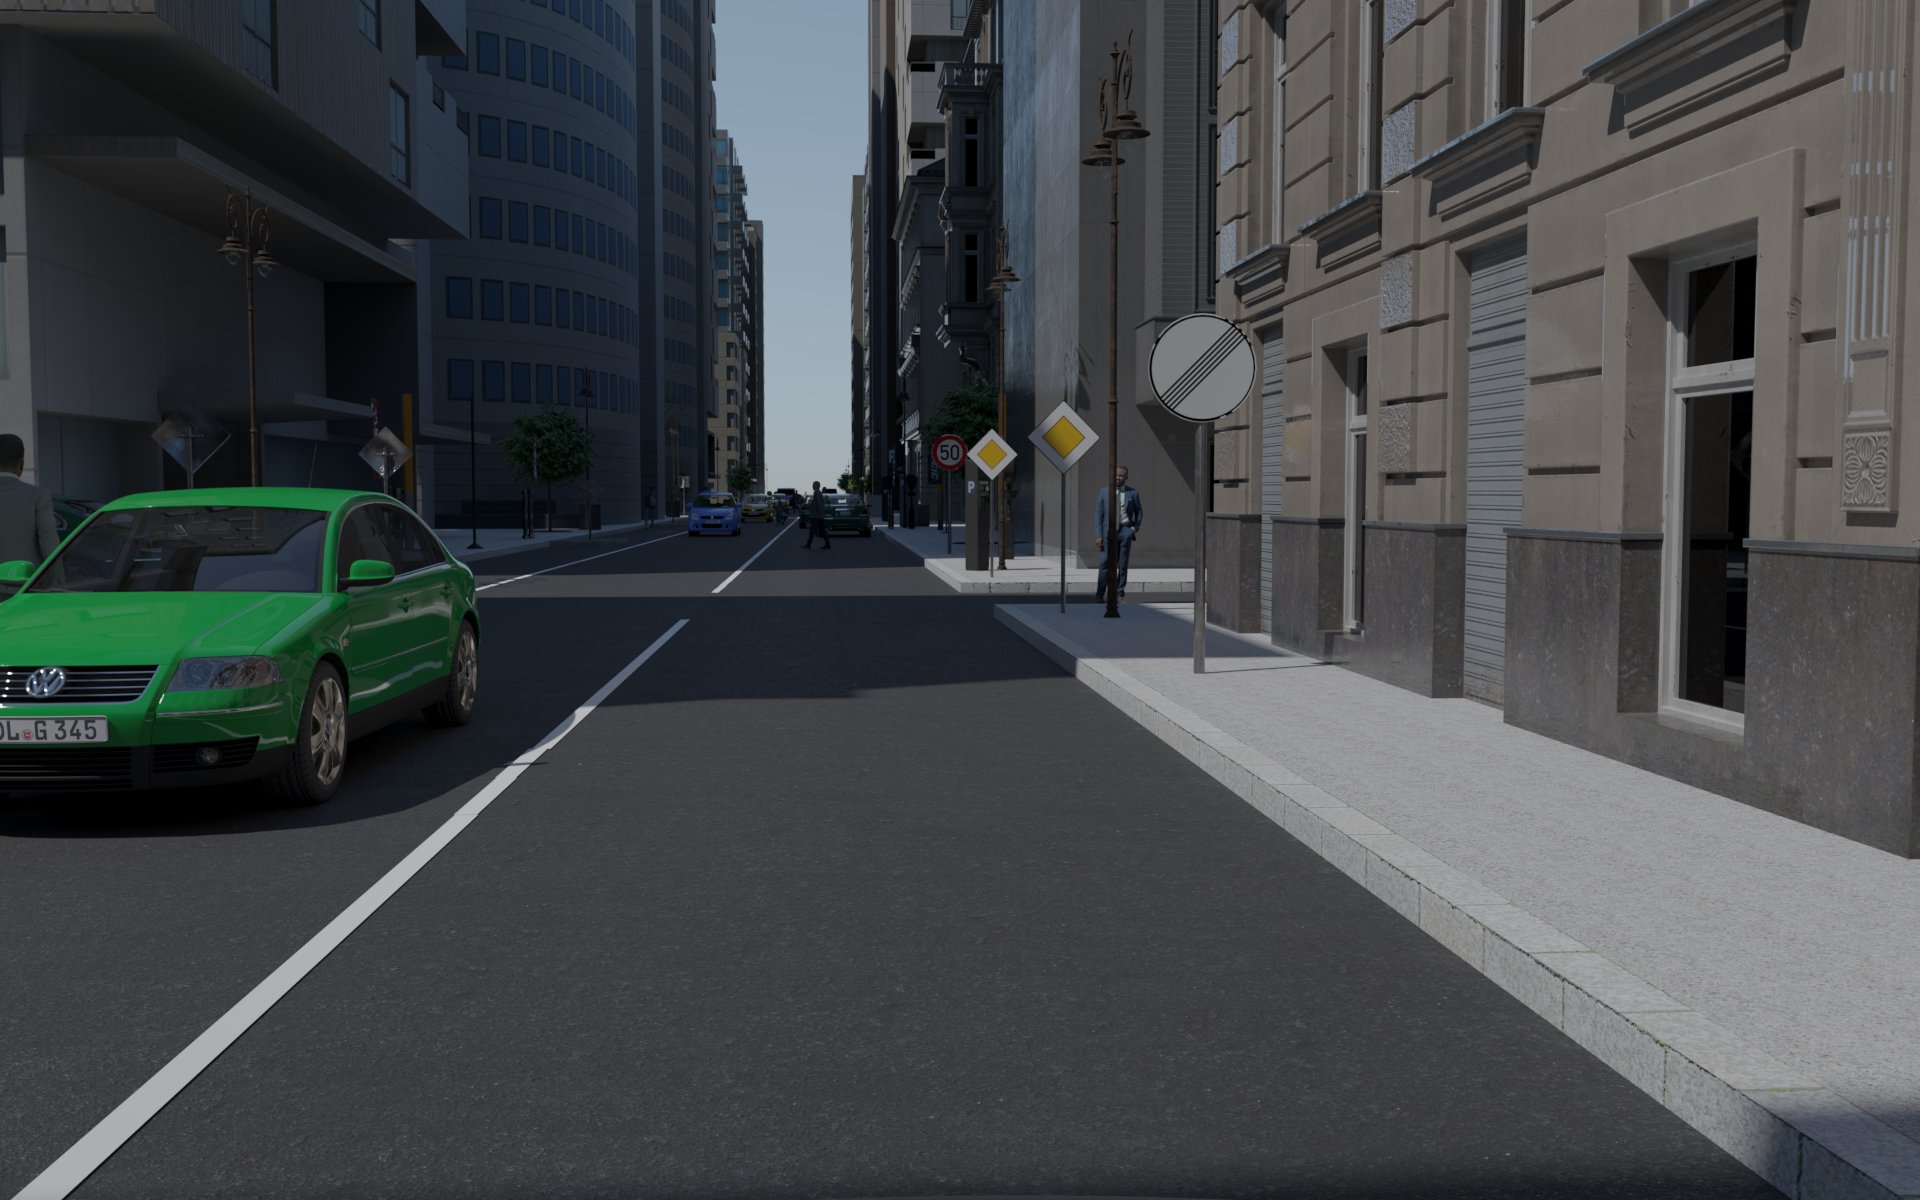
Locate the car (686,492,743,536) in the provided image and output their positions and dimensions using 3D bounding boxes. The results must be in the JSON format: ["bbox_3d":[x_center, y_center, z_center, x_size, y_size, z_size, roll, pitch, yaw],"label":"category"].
[{"bbox_3d":[-8.472,-3.079,59.925,1.945,1.707,3.694,0,4,-5],"label":"car"}]

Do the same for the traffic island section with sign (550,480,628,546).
[{"bbox_3d":[-10.380,-2.445,48.605,1.989,1.847,2.006,0,4,-4],"label":"traffic island section with sign"}]

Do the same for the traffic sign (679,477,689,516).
[{"bbox_3d":[-16.082,-6.043,100.940,0.606,2.300,0.079,0,4,4],"label":"traffic sign"}]

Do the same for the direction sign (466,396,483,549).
[{"bbox_3d":[-11.383,-2.968,40.517,0.379,3.537,0.876,-1,4,-18],"label":"direction sign"}]

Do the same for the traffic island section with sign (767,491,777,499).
[{"bbox_3d":[-24.816,-13.806,234.350,1.989,1.847,2.006,0,4,-4],"label":"traffic island section with sign"}]

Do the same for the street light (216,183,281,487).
[{"bbox_3d":[-10.684,-3.265,26.170,0.468,5.910,1.993,0,4,-4],"label":"street light"}]

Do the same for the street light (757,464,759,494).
[{"bbox_3d":[-25.718,-15.162,220.684,0.468,5.910,1.993,0,4,-4],"label":"street light"}]

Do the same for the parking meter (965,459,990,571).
[{"bbox_3d":[0.294,-1.422,28.961,0.255,1.863,0.399,-3,4,-39],"label":"parking meter"}]

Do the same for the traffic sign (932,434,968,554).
[{"bbox_3d":[-0.222,-2.261,37.072,0.768,2.556,0.104,0,4,-3],"label":"traffic sign"}]

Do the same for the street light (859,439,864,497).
[{"bbox_3d":[-8.086,-10.346,141.947,0.468,5.910,1.993,0,4,-4],"label":"street light"}]

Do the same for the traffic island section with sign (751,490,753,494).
[{"bbox_3d":[-18.466,-8.806,152.602,1.989,1.847,2.006,0,4,-4],"label":"traffic island section with sign"}]

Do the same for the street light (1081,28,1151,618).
[{"bbox_3d":[1.581,-2.755,17.830,0.468,5.910,1.993,0,4,-4],"label":"street light"}]

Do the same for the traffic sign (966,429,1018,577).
[{"bbox_3d":[0.489,-1.404,26.591,0.795,2.450,0.064,0,4,-4],"label":"traffic sign"}]

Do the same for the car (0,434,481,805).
[{"bbox_3d":[-3.868,-0.034,9.348,1.959,1.807,4.718,0,4,-3],"label":"car"}]

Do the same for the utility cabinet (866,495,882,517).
[{"bbox_3d":[-4.638,-5.153,95.405,1.020,1.237,0.306,0,4,-3],"label":"utility cabinet"}]

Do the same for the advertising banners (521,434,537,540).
[{"bbox_3d":[-12.341,-3.274,49.715,0.090,3.025,2.074,0,4,-2],"label":"advertising banners"}]

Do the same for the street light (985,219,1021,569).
[{"bbox_3d":[0.717,-3.464,29.421,0.468,5.910,1.993,0,4,-4],"label":"street light"}]

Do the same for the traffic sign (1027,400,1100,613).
[{"bbox_3d":[1.108,-0.917,18.629,0.795,2.450,0.064,0,4,-4],"label":"traffic sign"}]

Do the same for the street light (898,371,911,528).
[{"bbox_3d":[-2.080,-5.646,65.093,0.468,5.910,1.993,0,4,-4],"label":"street light"}]

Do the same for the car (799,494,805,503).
[{"bbox_3d":[-22.783,-14.212,244.364,2.014,1.417,4.499,0,4,-4],"label":"car"}]

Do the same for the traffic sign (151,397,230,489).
[{"bbox_3d":[-7.960,-0.875,17.947,0.795,2.450,0.064,0,4,-4],"label":"traffic sign"}]

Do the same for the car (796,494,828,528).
[{"bbox_3d":[-5.944,-3.808,74.063,2.131,1.459,4.920,0,4,-4],"label":"car"}]

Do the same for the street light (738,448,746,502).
[{"bbox_3d":[-22.024,-12.306,173.991,0.468,5.910,1.993,0,4,-4],"label":"street light"}]

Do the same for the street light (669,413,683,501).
[{"bbox_3d":[-16.286,-7.699,98.669,0.468,5.910,1.993,0,4,-4],"label":"street light"}]

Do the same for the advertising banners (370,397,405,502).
[{"bbox_3d":[-10.709,-2.215,32.401,0.090,3.025,2.074,0,4,-3],"label":"advertising banners"}]

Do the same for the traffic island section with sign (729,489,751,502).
[{"bbox_3d":[-16.335,-7.138,125.337,1.989,1.847,2.006,0,4,-4],"label":"traffic island section with sign"}]

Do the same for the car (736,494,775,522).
[{"bbox_3d":[-10.497,-4.810,88.873,2.015,1.641,3.980,0,4,-4],"label":"car"}]

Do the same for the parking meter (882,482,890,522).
[{"bbox_3d":[-3.458,-4.607,81.033,0.399,1.863,0.255,0,4,0],"label":"parking meter"}]

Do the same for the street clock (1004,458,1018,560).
[{"bbox_3d":[0.963,-1.790,33.841,0.358,2.002,0.471,0,4,6],"label":"street clock"}]

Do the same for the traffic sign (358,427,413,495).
[{"bbox_3d":[-8.580,-1.362,25.908,0.795,2.450,0.064,0,4,-4],"label":"traffic sign"}]

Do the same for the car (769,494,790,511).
[{"bbox_3d":[-15.429,-8.373,147.119,2.015,1.641,3.980,0,4,-4],"label":"car"}]

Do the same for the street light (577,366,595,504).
[{"bbox_3d":[-13.437,-5.484,62.449,0.468,5.910,1.993,0,4,-4],"label":"street light"}]

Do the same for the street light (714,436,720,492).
[{"bbox_3d":[-19.364,-10.132,138.447,0.468,5.910,1.993,0,4,-4],"label":"street light"}]

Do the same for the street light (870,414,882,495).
[{"bbox_3d":[-4.793,-7.819,100.633,0.468,5.910,1.993,0,4,-4],"label":"street light"}]

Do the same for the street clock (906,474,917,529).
[{"bbox_3d":[-1.774,-3.601,63.451,0.358,2.002,0.471,-2,4,-24],"label":"street clock"}]

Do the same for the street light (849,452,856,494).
[{"bbox_3d":[-11.569,-13.183,188.321,0.468,5.910,1.993,0,4,-4],"label":"street light"}]

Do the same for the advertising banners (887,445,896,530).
[{"bbox_3d":[-2.476,-4.070,62.734,0.090,3.025,2.074,-1,4,-9],"label":"advertising banners"}]

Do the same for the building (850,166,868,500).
[{"bbox_3d":[-4.914,-38.313,250.120,21.300,48.544,21.600,0,4,-4],"label":"building"}]

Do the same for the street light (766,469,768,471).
[{"bbox_3d":[-28.639,-17.383,256.993,0.468,5.910,1.993,0,4,-4],"label":"street light"}]

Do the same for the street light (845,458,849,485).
[{"bbox_3d":[-14.391,-15.356,223.852,0.468,5.910,1.993,0,4,-4],"label":"street light"}]

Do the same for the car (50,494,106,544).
[{"bbox_3d":[-12.281,-0.617,21.884,4.920,1.459,2.131,0,4,-5],"label":"car"}]

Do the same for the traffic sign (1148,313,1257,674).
[{"bbox_3d":[1.710,-0.746,12.308,0.768,2.556,0.104,0,4,2],"label":"traffic sign"}]

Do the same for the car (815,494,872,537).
[{"bbox_3d":[-4.047,-2.920,59.535,2.131,1.459,4.920,0,4,-6],"label":"car"}]

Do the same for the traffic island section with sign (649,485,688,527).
[{"bbox_3d":[-12.466,-4.089,75.480,1.989,1.847,2.006,0,4,-4],"label":"traffic island section with sign"}]
